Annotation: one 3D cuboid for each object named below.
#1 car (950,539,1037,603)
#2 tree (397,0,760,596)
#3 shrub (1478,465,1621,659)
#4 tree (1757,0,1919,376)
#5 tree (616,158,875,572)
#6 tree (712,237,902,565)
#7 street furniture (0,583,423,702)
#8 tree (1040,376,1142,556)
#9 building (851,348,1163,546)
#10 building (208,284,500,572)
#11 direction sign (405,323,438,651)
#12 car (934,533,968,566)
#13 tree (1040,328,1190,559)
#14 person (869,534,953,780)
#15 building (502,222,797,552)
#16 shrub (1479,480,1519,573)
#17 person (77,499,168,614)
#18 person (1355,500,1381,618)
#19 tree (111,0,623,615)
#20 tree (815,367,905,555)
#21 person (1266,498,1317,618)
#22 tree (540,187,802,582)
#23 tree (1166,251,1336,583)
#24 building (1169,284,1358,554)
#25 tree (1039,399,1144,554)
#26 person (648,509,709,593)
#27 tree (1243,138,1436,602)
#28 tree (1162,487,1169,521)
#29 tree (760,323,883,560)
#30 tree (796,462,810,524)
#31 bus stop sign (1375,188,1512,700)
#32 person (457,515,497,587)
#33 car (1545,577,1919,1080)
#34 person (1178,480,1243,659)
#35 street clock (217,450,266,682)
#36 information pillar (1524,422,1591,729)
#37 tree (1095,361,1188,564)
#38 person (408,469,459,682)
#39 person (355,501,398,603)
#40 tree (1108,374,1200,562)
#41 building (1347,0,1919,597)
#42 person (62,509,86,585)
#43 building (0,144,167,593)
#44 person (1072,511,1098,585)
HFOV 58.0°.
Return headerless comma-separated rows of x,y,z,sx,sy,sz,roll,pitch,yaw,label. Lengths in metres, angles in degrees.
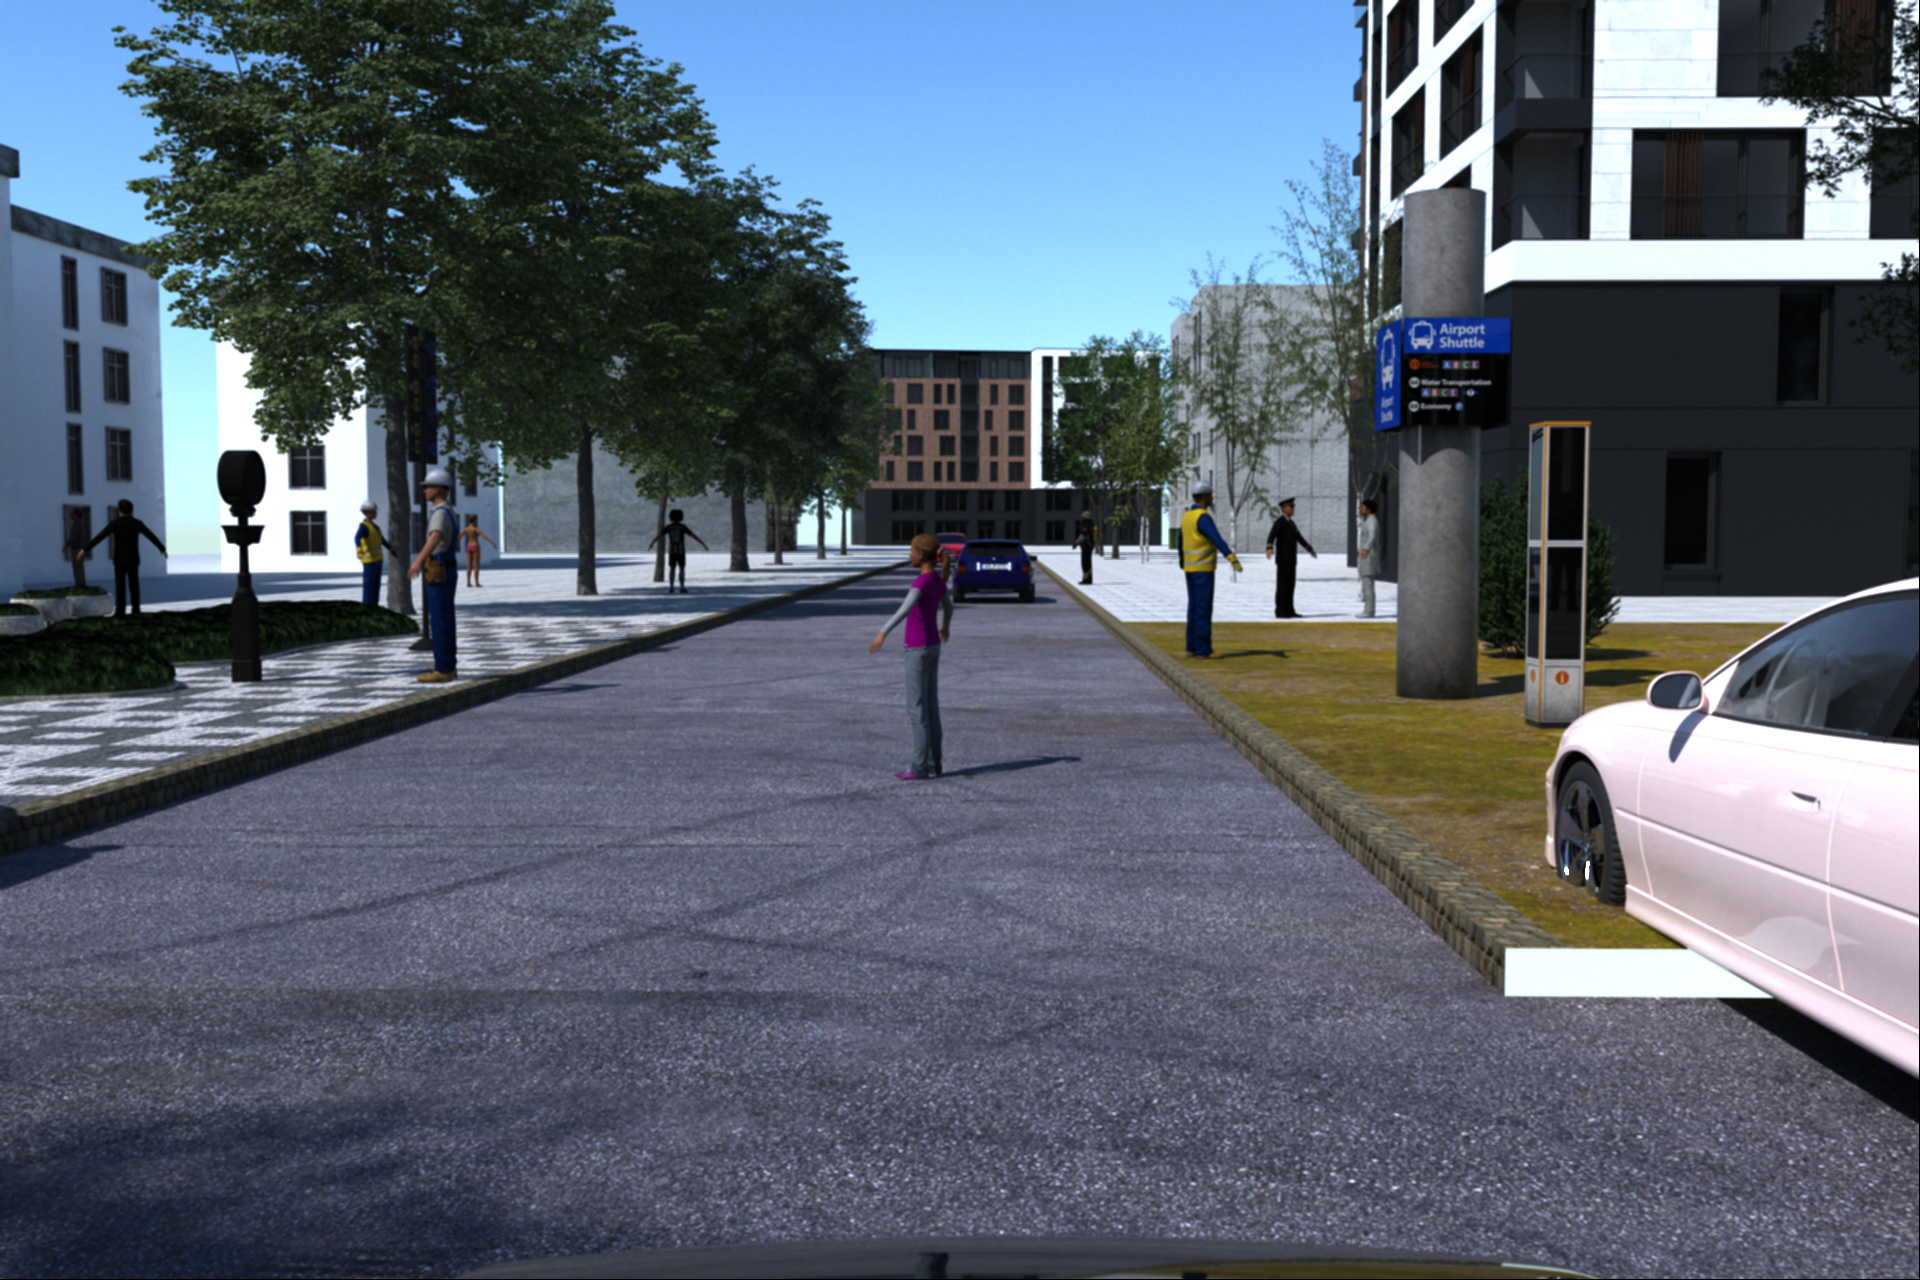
0.703,-1.506,37.207,1.945,1.354,3.894,0,4,0,car
-8.230,-7.209,36.000,7.486,12.596,7.792,0,3,0,tree
5.947,-0.843,17.831,1.661,2.075,1.752,0,3,0,shrub
14.125,-5.238,20.048,8.767,10.594,7.601,-1,4,-9,tree
-7.551,-9.280,58.380,9.857,13.997,8.962,0,3,0,tree
-7.560,-9.875,71.834,12.009,13.543,11.850,0,3,0,tree
-9.211,-0.152,18.114,5.734,0.657,10.072,0,4,1,street furniture
7.919,-10.137,100.150,7.601,10.594,8.767,-2,4,-31,tree
4.332,-21.766,202.311,32.646,21.610,27.936,0,4,-7,building
-24.031,-7.967,72.404,9.099,9.664,28.070,0,4,2,building
-5.922,-1.659,19.118,0.379,3.537,0.876,0,4,2,direction sign
-0.428,-4.114,76.297,2.155,1.783,4.494,0,4,2,car
7.966,-9.959,88.584,9.928,11.665,9.643,0,3,0,tree
-0.269,0.094,10.191,0.599,1.433,0.991,2,4,24,person
-22.577,-18.281,129.823,19.493,23.208,18.063,0,4,1,building
7.172,-1.179,23.703,1.690,2.028,1.600,0,3,0,shrub
-12.646,-1.227,26.244,0.705,1.806,1.347,3,5,41,person
6.232,-1.245,26.535,0.705,1.806,1.347,1,4,10,person
-9.275,-6.657,26.963,7.486,12.596,7.792,0,3,0,tree
-6.858,-10.894,103.878,9.928,11.665,9.643,0,3,0,tree
5.017,-1.257,26.480,0.705,1.837,1.347,3,5,42,person
-7.723,-6.831,46.103,7.601,10.594,8.767,0,4,-8,tree
7.057,-5.831,45.692,4.360,8.622,3.978,0,3,0,tree
25.847,-16.203,131.383,16.747,18.905,31.486,0,4,1,building
8.841,-10.758,110.302,8.767,10.594,7.601,1,4,15,tree
-6.187,-1.944,37.922,1.345,1.843,0.704,0,4,5,person
7.674,-5.025,32.518,4.360,8.622,3.978,0,3,0,tree
25.381,-15.398,202.118,4.737,8.622,4.395,0,3,0,tree
-7.219,-10.317,86.805,7.486,12.596,7.792,0,3,0,tree
-21.302,-17.811,197.863,9.857,13.997,8.962,0,3,0,tree
3.761,-1.501,13.563,0.837,3.901,0.837,0,4,0,bus stop sign
-11.775,-2.157,42.066,1.217,1.733,0.721,1,4,23,person
3.133,0.466,4.748,2.083,1.381,4.827,0,4,1,car
2.519,-0.730,17.900,0.705,1.833,1.349,-1,4,-17,person
-6.204,-0.639,15.011,0.358,2.002,0.471,0,4,1,street clock
3.962,-0.429,11.500,0.304,2.012,0.304,0,4,-1,information pillar
7.801,-7.582,74.335,4.737,8.622,4.395,0,3,0,tree
-4.564,-0.567,15.132,0.705,1.847,1.347,0,4,-6,person
-8.574,-1.162,25.456,0.721,1.772,1.216,0,4,6,person
8.956,-7.956,80.438,4.737,8.622,4.395,0,3,0,tree
25.393,-12.650,50.810,27.936,21.610,32.646,0,4,1,building
-18.101,-1.787,35.481,0.705,1.796,1.348,-1,4,-14,person
-25.098,-5.873,38.171,9.099,9.664,28.070,0,4,2,building
3.197,-2.339,44.020,0.705,1.856,1.354,2,4,24,person
